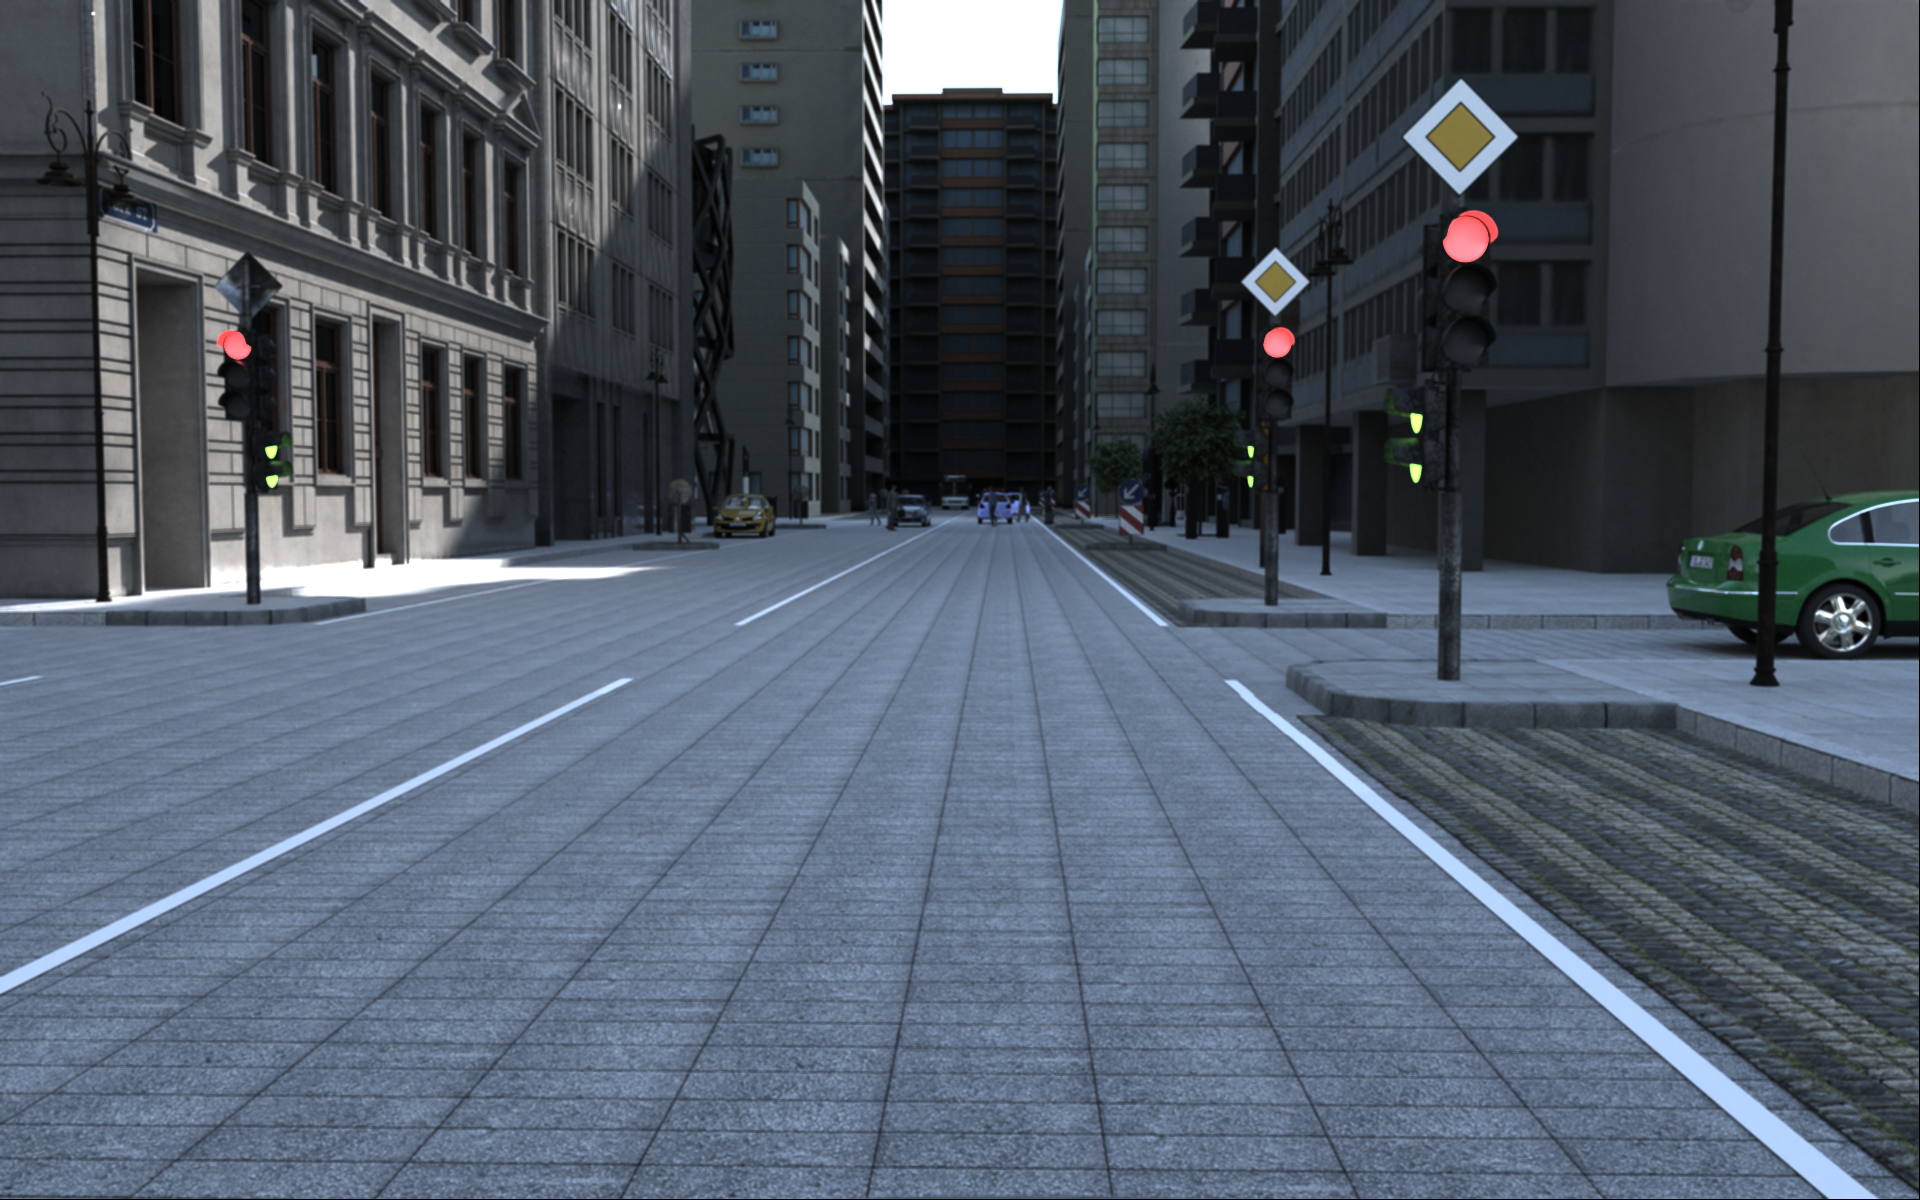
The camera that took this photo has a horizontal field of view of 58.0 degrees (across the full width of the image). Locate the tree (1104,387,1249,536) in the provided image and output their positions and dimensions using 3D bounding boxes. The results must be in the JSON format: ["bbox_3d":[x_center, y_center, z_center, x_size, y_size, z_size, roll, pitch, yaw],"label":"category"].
[{"bbox_3d":[7.311,-4.247,53.154,4.285,4.588,4.351,0,3,0],"label":"tree"}]

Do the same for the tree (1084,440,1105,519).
[{"bbox_3d":[8.134,-6.496,89.928,4.285,4.588,4.351,0,3,0],"label":"tree"}]

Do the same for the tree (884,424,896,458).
[{"bbox_3d":[-7.927,-12.526,155.160,4.360,8.622,3.978,0,3,0],"label":"tree"}]

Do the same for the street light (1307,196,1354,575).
[{"bbox_3d":[5.796,-3.332,27.260,0.468,5.910,1.993,0,4,1],"label":"street light"}]

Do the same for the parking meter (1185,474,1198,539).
[{"bbox_3d":[6.614,-2.676,49.468,0.255,1.863,0.399,-1,4,-9],"label":"parking meter"}]

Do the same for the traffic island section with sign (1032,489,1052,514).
[{"bbox_3d":[6.243,-6.914,121.677,1.989,1.847,2.006,0,4,1],"label":"traffic island section with sign"}]

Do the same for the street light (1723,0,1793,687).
[{"bbox_3d":[5.399,-2.364,11.445,0.468,5.910,1.993,0,4,1],"label":"street light"}]

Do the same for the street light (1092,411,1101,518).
[{"bbox_3d":[7.456,-7.448,94.564,0.468,5.910,1.993,0,4,1],"label":"street light"}]

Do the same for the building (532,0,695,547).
[{"bbox_3d":[-15.748,-14.286,51.593,12.078,24.808,19.932,0,4,1],"label":"building"}]

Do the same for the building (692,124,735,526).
[{"bbox_3d":[-17.975,-12.441,70.867,16.820,18.784,16.811,0,4,1],"label":"building"}]

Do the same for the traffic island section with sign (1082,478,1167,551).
[{"bbox_3d":[4.241,-2.197,44.547,1.989,1.847,2.006,0,4,1],"label":"traffic island section with sign"}]

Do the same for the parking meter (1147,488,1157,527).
[{"bbox_3d":[7.508,-3.620,67.594,0.372,1.533,0.369,0,3,0],"label":"parking meter"}]

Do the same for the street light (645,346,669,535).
[{"bbox_3d":[-9.447,-4.975,54.121,0.468,5.910,1.993,0,4,1],"label":"street light"}]

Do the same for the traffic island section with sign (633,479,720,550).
[{"bbox_3d":[-7.320,-2.225,45.000,1.989,1.847,2.006,0,4,1],"label":"traffic island section with sign"}]

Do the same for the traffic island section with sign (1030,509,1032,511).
[{"bbox_3d":[6.949,-8.562,148.623,1.989,1.847,2.006,0,4,1],"label":"traffic island section with sign"}]

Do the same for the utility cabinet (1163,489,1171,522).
[{"bbox_3d":[8.515,-3.815,71.061,0.318,1.500,1.173,0,4,5],"label":"utility cabinet"}]

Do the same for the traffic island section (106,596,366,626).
[{"bbox_3d":[-8.280,0.123,20.268,2.009,0.180,2.903,0,4,1],"label":"traffic island section"}]

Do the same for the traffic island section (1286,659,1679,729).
[{"bbox_3d":[3.401,0.630,11.974,2.009,0.180,2.903,0,4,1],"label":"traffic island section"}]

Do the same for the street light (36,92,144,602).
[{"bbox_3d":[-10.208,-2.917,20.482,0.468,5.910,1.993,0,4,1],"label":"street light"}]

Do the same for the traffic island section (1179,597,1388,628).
[{"bbox_3d":[3.607,0.142,19.957,2.009,0.180,2.903,0,4,1],"label":"traffic island section"}]

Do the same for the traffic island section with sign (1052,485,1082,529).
[{"bbox_3d":[4.960,-3.878,72.032,1.989,1.847,2.006,0,4,1],"label":"traffic island section with sign"}]

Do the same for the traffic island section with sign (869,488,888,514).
[{"bbox_3d":[-5.319,-6.933,121.985,1.989,1.847,2.006,0,4,1],"label":"traffic island section with sign"}]

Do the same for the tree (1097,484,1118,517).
[{"bbox_3d":[8.307,-6.363,98.640,1.663,3.219,1.824,0,3,0],"label":"tree"}]

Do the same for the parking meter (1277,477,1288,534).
[{"bbox_3d":[10.347,-3.063,55.795,0.399,1.863,0.255,1,4,13],"label":"parking meter"}]

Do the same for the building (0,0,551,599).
[{"bbox_3d":[-15.165,-11.876,30.333,11.583,22.565,21.152,0,4,1],"label":"building"}]

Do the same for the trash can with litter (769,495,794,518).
[{"bbox_3d":[-9.893,-5.037,93.404,2.233,1.210,1.678,3,4,38],"label":"trash can with litter"}]

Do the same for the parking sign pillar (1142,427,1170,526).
[{"bbox_3d":[7.710,-4.950,69.403,1.447,3.967,1.447,2,4,25],"label":"parking sign pillar"}]

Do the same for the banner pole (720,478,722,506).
[{"bbox_3d":[-12.377,-6.098,89.723,0.401,3.779,0.863,-1,4,-10],"label":"banner pole"}]

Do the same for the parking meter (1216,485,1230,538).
[{"bbox_3d":[7.719,-2.595,50.844,0.372,1.533,0.369,0,3,0],"label":"parking meter"}]

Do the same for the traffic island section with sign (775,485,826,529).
[{"bbox_3d":[-6.609,-3.884,72.139,1.989,1.847,2.006,0,4,1],"label":"traffic island section with sign"}]

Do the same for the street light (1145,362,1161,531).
[{"bbox_3d":[6.742,-5.376,60.688,0.468,5.910,1.993,0,4,1],"label":"street light"}]

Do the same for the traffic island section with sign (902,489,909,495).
[{"bbox_3d":[-4.631,-8.581,148.931,1.989,1.847,2.006,0,4,1],"label":"traffic island section with sign"}]

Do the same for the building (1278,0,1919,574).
[{"bbox_3d":[19.396,-20.859,32.918,23.993,40.220,32.217,0,4,1],"label":"building"}]

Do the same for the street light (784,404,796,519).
[{"bbox_3d":[-8.578,-7.019,87.551,0.468,5.910,1.993,0,4,1],"label":"street light"}]
